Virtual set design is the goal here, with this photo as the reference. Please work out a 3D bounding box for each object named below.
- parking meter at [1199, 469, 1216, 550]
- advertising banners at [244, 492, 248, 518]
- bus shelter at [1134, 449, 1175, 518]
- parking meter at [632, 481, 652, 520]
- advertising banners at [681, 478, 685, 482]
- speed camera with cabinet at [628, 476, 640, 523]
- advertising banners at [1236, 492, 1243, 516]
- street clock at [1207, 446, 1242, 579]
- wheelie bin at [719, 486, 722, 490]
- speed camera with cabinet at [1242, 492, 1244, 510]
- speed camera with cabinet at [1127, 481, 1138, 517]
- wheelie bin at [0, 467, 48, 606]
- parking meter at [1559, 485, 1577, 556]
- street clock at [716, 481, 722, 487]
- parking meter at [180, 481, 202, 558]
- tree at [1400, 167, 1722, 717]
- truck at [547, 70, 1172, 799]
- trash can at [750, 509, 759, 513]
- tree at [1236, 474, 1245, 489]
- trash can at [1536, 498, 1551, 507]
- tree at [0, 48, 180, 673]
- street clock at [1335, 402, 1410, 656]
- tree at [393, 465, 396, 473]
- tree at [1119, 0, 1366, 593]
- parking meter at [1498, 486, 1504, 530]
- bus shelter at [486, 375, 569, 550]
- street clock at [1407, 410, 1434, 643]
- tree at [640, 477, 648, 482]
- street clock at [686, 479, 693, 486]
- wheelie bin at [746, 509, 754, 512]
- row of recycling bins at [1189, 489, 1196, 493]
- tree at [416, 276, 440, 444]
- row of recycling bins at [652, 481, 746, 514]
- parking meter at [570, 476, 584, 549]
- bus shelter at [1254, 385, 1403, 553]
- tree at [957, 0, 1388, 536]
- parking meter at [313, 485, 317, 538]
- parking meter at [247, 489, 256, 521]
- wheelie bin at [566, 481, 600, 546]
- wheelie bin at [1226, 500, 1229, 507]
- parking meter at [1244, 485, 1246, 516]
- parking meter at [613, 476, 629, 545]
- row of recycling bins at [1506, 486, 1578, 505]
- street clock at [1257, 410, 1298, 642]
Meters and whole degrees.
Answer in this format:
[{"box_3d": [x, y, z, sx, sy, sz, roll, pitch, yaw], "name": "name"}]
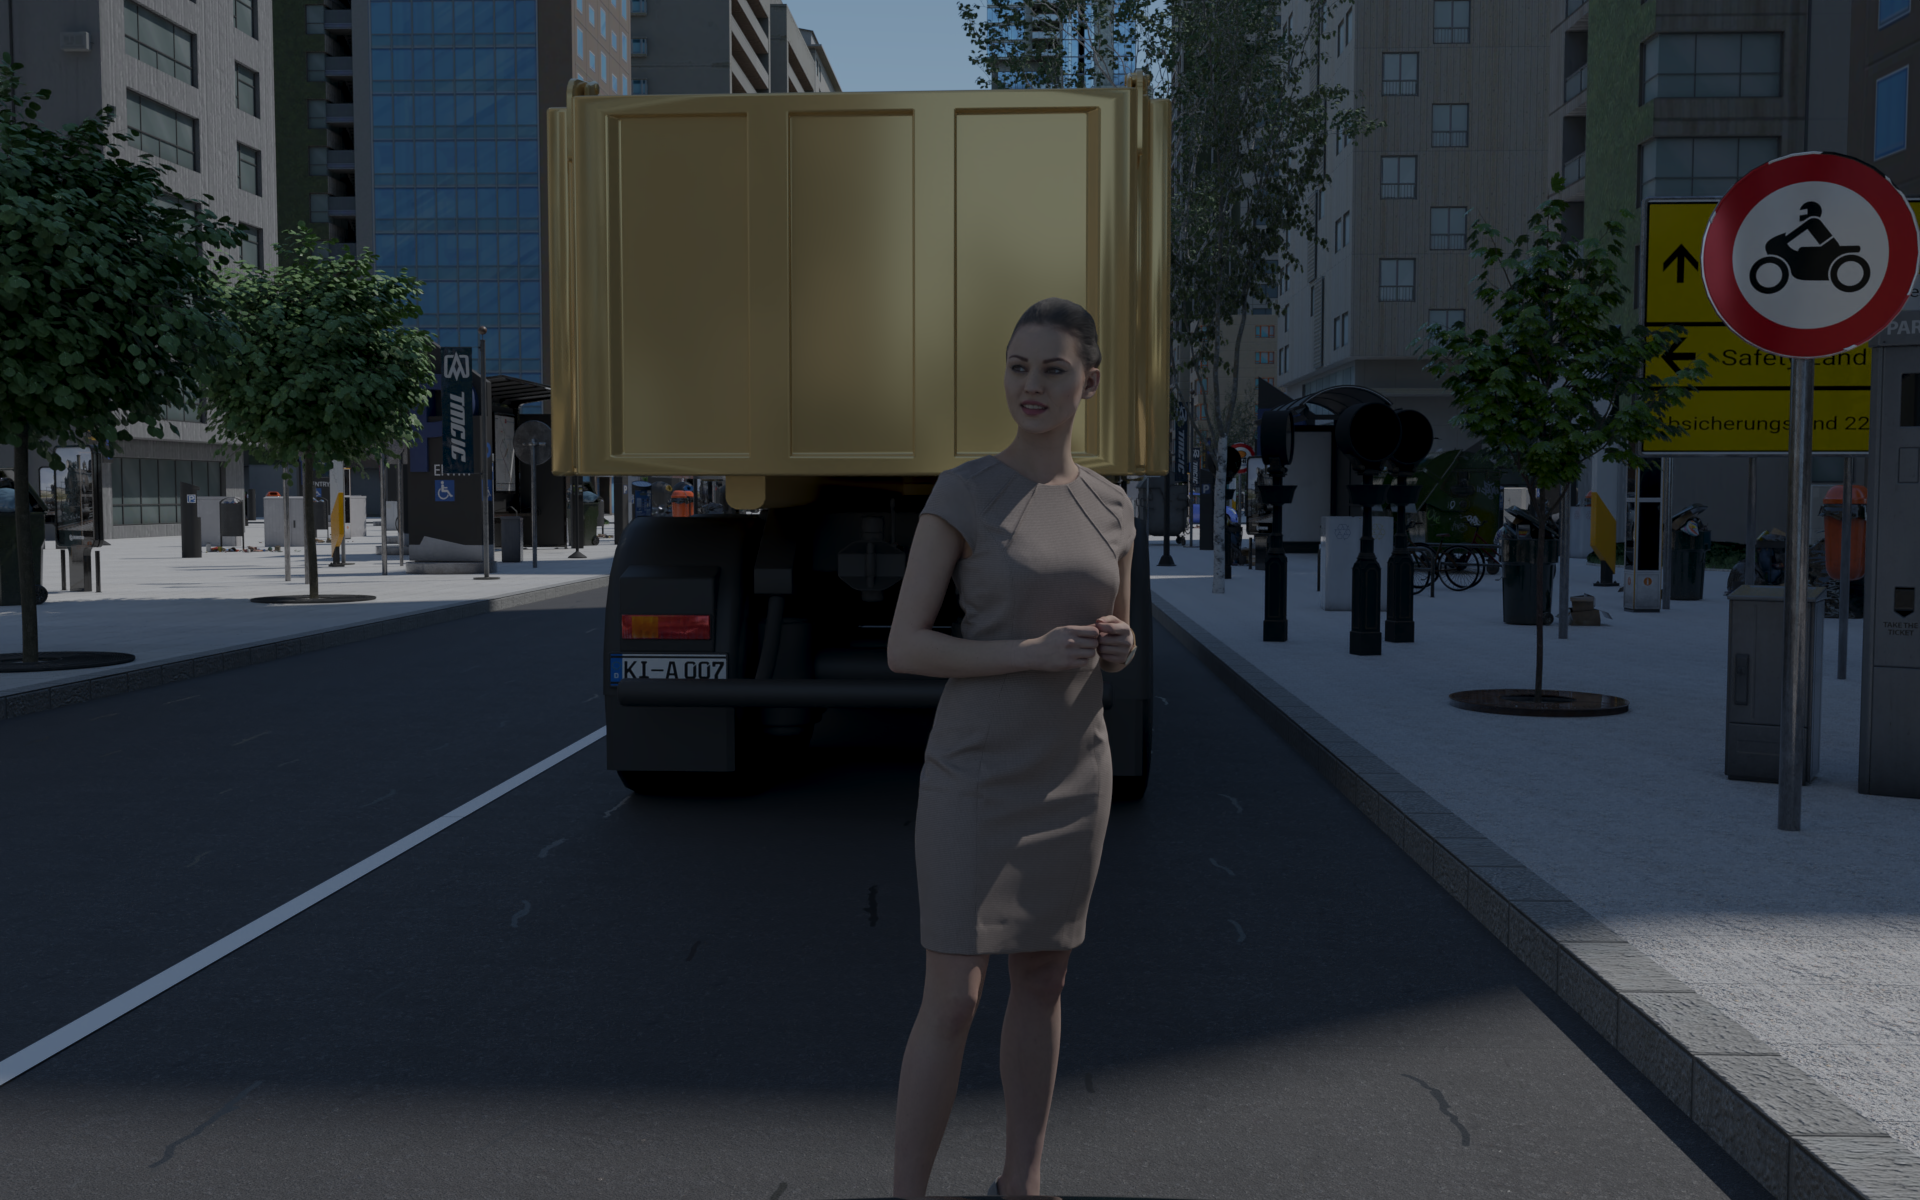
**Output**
[{"box_3d": [5.705, -2.075, 39.639, 0.399, 1.863, 0.255, 3, 5, 39], "name": "parking meter"}, {"box_3d": [-36.398, -5.554, 86.989, 0.090, 3.025, 2.074, 1, 4, 12], "name": "advertising banners"}, {"box_3d": [7.478, -4.652, 69.988, 2.014, 3.302, 5.546, 0, 4, 2], "name": "bus shelter"}, {"box_3d": [-5.934, -1.463, 32.335, 0.372, 1.533, 0.369, 0, 3, 0], "name": "parking meter"}, {"box_3d": [-13.738, -5.606, 87.844, 0.090, 3.025, 2.074, -2, 4, -32], "name": "advertising banners"}, {"box_3d": [-9.097, -3.235, 47.233, 0.660, 3.252, 2.038, -1, 4, -13], "name": "speed camera with cabinet"}, {"box_3d": [14.688, -6.117, 96.205, 2.074, 3.025, 0.090, 1, 4, 9], "name": "advertising banners"}, {"box_3d": [3.988, -1.321, 26.172, 0.471, 2.002, 0.358, -1, 4, -17], "name": "street clock"}, {"box_3d": [-9.704, -3.818, 70.329, 0.693, 1.594, 0.980, -1, 4, -14], "name": "wheelie bin"}, {"box_3d": [23.599, -9.058, 142.438, 2.038, 3.252, 0.660, 0, 4, 6], "name": "speed camera with cabinet"}, {"box_3d": [6.271, -4.334, 65.196, 0.660, 3.252, 2.038, 0, 4, -6], "name": "speed camera with cabinet"}, {"box_3d": [-11.002, -0.742, 20.038, 0.980, 1.594, 0.693, 3, 5, 40], "name": "wheelie bin"}, {"box_3d": [12.477, -1.826, 35.569, 0.255, 1.863, 0.399, 0, 4, 4], "name": "parking meter"}, {"box_3d": [-12.375, -5.165, 89.016, 0.358, 2.002, 0.471, -1, 4, -21], "name": "street clock"}, {"box_3d": [-15.468, -1.616, 34.832, 0.372, 1.533, 0.369, 0, 3, 0], "name": "parking meter"}, {"box_3d": [3.615, -0.961, 10.308, 1.663, 3.219, 1.824, 0, 3, 0], "name": "tree"}, {"box_3d": [-0.110, -0.972, 11.823, 3.469, 3.379, 9.791, 0, 4, 4], "name": "truck"}, {"box_3d": [-13.887, -6.448, 117.071, 0.748, 1.137, 0.748, 0, 3, 0], "name": "trash can"}, {"box_3d": [22.973, -9.198, 134.094, 4.285, 4.588, 4.351, 0, 3, 0], "name": "tree"}, {"box_3d": [21.193, -3.157, 63.277, 0.748, 1.137, 0.748, 0, 3, 0], "name": "trash can"}, {"box_3d": [-7.091, -1.792, 13.014, 4.285, 4.588, 4.351, 0, 3, 0], "name": "tree"}, {"box_3d": [3.239, -0.563, 13.776, 0.471, 2.002, 0.358, -1, 4, -16], "name": "street clock"}, {"box_3d": [-16.694, -3.586, 53.235, 1.663, 3.219, 1.824, 0, 3, 0], "name": "tree"}, {"box_3d": [3.242, -4.405, 22.379, 4.360, 8.622, 3.978, 0, 3, 0], "name": "tree"}, {"box_3d": [15.937, -2.628, 51.372, 0.372, 1.533, 0.369, 0, 3, 0], "name": "parking meter"}, {"box_3d": [-9.753, -2.812, 37.265, 1.731, 3.624, 6.357, 0, 4, 2], "name": "bus shelter"}, {"box_3d": [3.812, -0.636, 14.964, 0.471, 2.002, 0.358, -1, 4, -14], "name": "street clock"}, {"box_3d": [-15.914, -5.857, 90.362, 1.663, 3.219, 1.824, 0, 3, 0], "name": "tree"}, {"box_3d": [-10.324, -3.822, 67.053, 0.471, 2.002, 0.358, 2, 4, 25], "name": "street clock"}, {"box_3d": [-15.095, -7.159, 124.951, 0.693, 1.594, 0.980, 2, 4, 34], "name": "wheelie bin"}, {"box_3d": [18.987, -8.086, 139.311, 3.534, 1.692, 1.069, -1, 4, -10], "name": "row of recycling bins"}, {"box_3d": [-7.800, -2.274, 20.886, 4.285, 4.588, 4.351, 0, 3, 0], "name": "tree"}, {"box_3d": [-8.802, -3.095, 57.713, 3.534, 1.692, 1.069, -2, 4, -35], "name": "row of recycling bins"}, {"box_3d": [-9.015, -2.143, 40.754, 0.255, 1.863, 0.399, -1, 4, -21], "name": "parking meter"}, {"box_3d": [7.280, -2.505, 34.876, 2.014, 3.302, 5.546, 0, 4, 2], "name": "bus shelter"}, {"box_3d": [7.054, -12.014, 52.311, 12.611, 20.169, 13.585, 0, 3, 0], "name": "tree"}, {"box_3d": [-19.020, -2.584, 50.665, 0.372, 1.533, 0.369, 0, 3, 0], "name": "parking meter"}, {"box_3d": [-34.184, -4.597, 83.569, 0.372, 1.533, 0.369, 0, 3, 0], "name": "parking meter"}, {"box_3d": [-9.370, -2.145, 42.983, 0.980, 1.594, 0.693, 2, 4, 29], "name": "wheelie bin"}, {"box_3d": [12.423, -4.549, 82.290, 0.980, 1.594, 0.693, -3, 4, -38], "name": "wheelie bin"}, {"box_3d": [16.516, -5.729, 99.387, 0.255, 1.863, 0.399, 3, 5, 39], "name": "parking meter"}, {"box_3d": [-8.574, -2.332, 43.836, 0.255, 1.863, 0.399, 1, 4, 14], "name": "parking meter"}, {"box_3d": [29.228, -4.917, 87.505, 3.534, 1.692, 1.069, 2, 4, 24], "name": "row of recycling bins"}, {"box_3d": [2.753, -0.642, 15.059, 0.358, 2.002, 0.471, 1, 4, 20], "name": "street clock"}]
